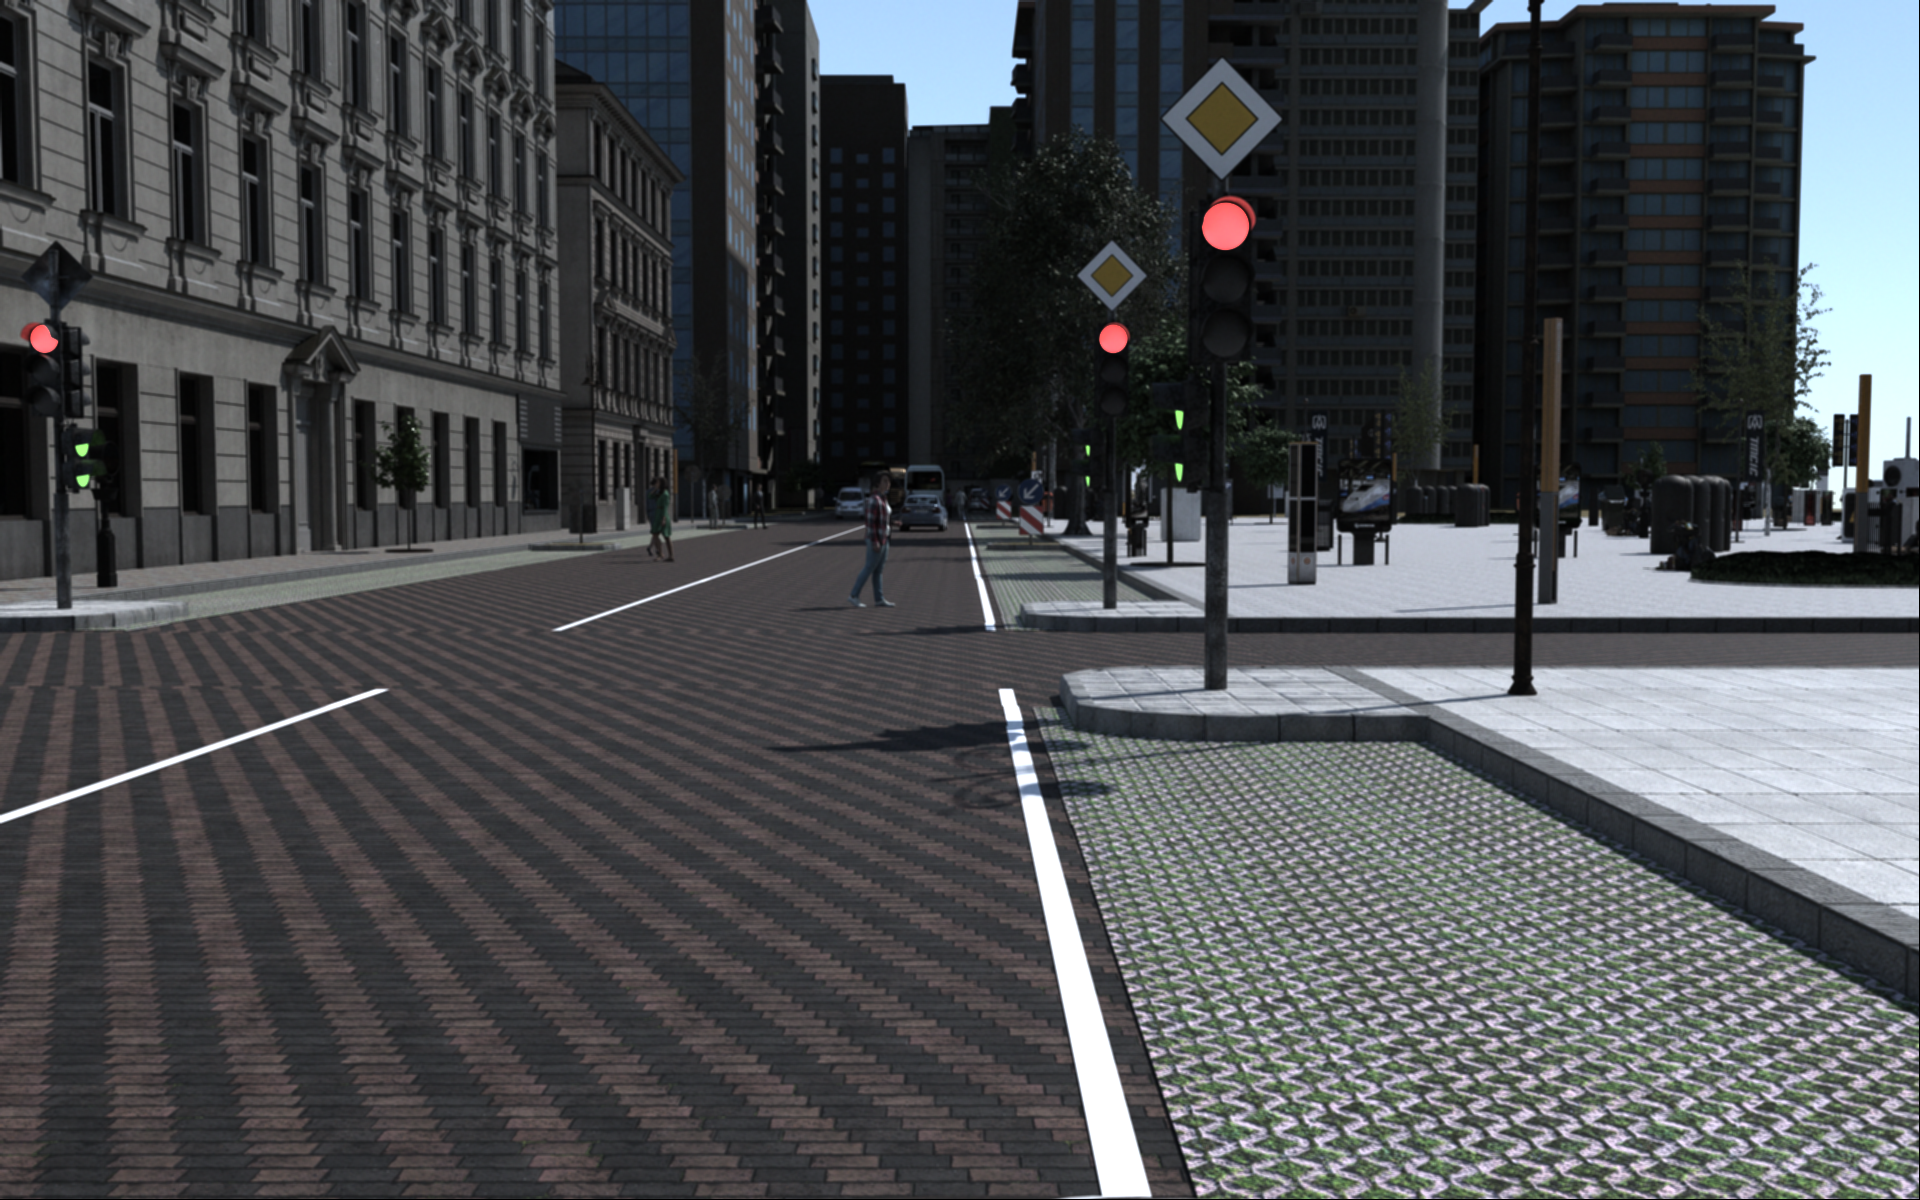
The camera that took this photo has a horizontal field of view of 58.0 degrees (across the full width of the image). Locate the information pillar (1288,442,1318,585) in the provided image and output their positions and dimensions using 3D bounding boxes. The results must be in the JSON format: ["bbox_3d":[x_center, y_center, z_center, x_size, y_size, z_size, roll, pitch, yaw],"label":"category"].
[{"bbox_3d":[4.863,-1.228,24.577,0.304,2.012,0.304,-1,4,-18],"label":"information pillar"}]

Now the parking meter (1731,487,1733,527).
[{"bbox_3d":[24.829,-2.920,56.156,0.372,1.533,0.369,0,3,0],"label":"parking meter"}]

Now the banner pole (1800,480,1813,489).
[{"bbox_3d":[45.060,-6.241,92.051,0.401,3.779,0.863,-3,4,-38],"label":"banner pole"}]

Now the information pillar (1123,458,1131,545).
[{"bbox_3d":[4.425,-3.210,43.843,0.183,3.616,0.504,-2,4,-27],"label":"information pillar"}]

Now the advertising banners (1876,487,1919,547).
[{"bbox_3d":[22.783,-2.761,41.338,0.090,3.025,2.074,-1,4,-20],"label":"advertising banners"}]

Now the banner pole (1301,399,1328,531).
[{"bbox_3d":[9.315,-3.405,45.683,0.863,3.779,0.401,-1,4,-11],"label":"banner pole"}]

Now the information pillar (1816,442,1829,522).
[{"bbox_3d":[38.936,-5.310,78.178,0.504,3.616,0.183,1,4,14],"label":"information pillar"}]

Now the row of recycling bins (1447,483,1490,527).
[{"bbox_3d":[20.188,-3.744,68.325,1.069,1.692,3.534,2,4,26],"label":"row of recycling bins"}]

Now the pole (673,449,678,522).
[{"bbox_3d":[-12.867,-5.165,78.294,0.158,3.312,0.155,0,3,0],"label":"pole"}]

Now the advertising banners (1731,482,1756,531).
[{"bbox_3d":[26.784,-3.881,59.649,0.090,3.025,2.074,-1,4,-14],"label":"advertising banners"}]

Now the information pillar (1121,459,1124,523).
[{"bbox_3d":[7.261,-5.218,76.667,0.183,3.616,0.504,0,4,3],"label":"information pillar"}]

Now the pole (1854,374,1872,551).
[{"bbox_3d":[15.415,-2.186,29.581,0.158,3.312,0.155,0,3,0],"label":"pole"}]

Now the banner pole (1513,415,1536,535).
[{"bbox_3d":[17.765,-3.934,54.332,0.863,3.779,0.401,-2,4,-28],"label":"banner pole"}]

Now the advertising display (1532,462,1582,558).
[{"bbox_3d":[12.049,-1.821,34.984,0.974,1.923,0.123,0,4,-7],"label":"advertising display"}]

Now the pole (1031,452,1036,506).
[{"bbox_3d":[3.545,-5.477,83.385,0.158,3.312,0.155,0,3,0],"label":"pole"}]

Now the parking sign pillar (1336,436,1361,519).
[{"bbox_3d":[18.268,-5.637,80.638,1.447,3.967,1.447,0,4,-2],"label":"parking sign pillar"}]

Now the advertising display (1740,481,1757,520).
[{"bbox_3d":[39.054,-4.935,85.904,0.123,1.923,0.974,-2,4,-31],"label":"advertising display"}]

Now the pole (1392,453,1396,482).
[{"bbox_3d":[21.479,-5.618,85.692,0.158,3.312,0.155,0,3,0],"label":"pole"}]

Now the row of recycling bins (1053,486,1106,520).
[{"bbox_3d":[6.165,-4.887,87.016,3.534,1.692,1.069,3,5,40],"label":"row of recycling bins"}]

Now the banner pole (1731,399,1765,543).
[{"bbox_3d":[20.776,-3.405,45.685,0.401,3.779,0.863,-3,5,-43],"label":"banner pole"}]

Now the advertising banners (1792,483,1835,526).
[{"bbox_3d":[34.719,-4.553,70.632,2.074,3.025,0.090,0,4,-8],"label":"advertising banners"}]

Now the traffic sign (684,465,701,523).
[{"bbox_3d":[-11.768,-4.645,76.058,0.768,2.556,0.104,0,4,7],"label":"traffic sign"}]

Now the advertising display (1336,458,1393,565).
[{"bbox_3d":[7.322,-1.601,31.384,0.974,1.923,0.123,0,4,3],"label":"advertising display"}]

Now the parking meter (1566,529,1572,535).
[{"bbox_3d":[18.896,-2.953,53.991,0.399,1.863,0.255,-2,4,-29],"label":"parking meter"}]

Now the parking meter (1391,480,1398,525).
[{"bbox_3d":[18.129,-4.090,72.587,0.399,1.863,0.255,-3,4,-36],"label":"parking meter"}]

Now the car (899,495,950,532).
[{"bbox_3d":[-1.418,-3.400,67.597,2.014,1.417,4.499,0,4,1],"label":"car"}]

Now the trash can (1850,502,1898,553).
[{"bbox_3d":[16.132,-1.159,30.610,0.748,1.137,0.748,0,3,0],"label":"trash can"}]

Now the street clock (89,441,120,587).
[{"bbox_3d":[-11.758,-1.178,23.823,0.358,2.002,0.471,0,4,2],"label":"street clock"}]

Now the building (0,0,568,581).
[{"bbox_3d":[-21.958,-16.194,41.189,17.030,29.872,44.131,0,3,0],"label":"building"}]

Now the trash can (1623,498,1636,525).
[{"bbox_3d":[23.693,-3.065,61.764,0.748,1.137,0.748,0,3,0],"label":"trash can"}]

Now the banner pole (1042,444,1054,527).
[{"bbox_3d":[3.349,-4.721,67.203,0.401,3.779,0.863,-1,4,-23],"label":"banner pole"}]

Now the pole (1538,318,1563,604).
[{"bbox_3d":[6.880,-1.611,20.183,0.158,3.312,0.155,0,3,0],"label":"pole"}]

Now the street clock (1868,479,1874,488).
[{"bbox_3d":[44.339,-4.893,84.577,0.471,2.002,0.358,3,5,44],"label":"street clock"}]

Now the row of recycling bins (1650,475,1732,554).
[{"bbox_3d":[16.189,-1.901,38.194,1.069,1.692,3.534,3,5,40],"label":"row of recycling bins"}]

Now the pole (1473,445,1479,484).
[{"bbox_3d":[21.282,-4.750,71.513,0.158,3.312,0.155,0,3,0],"label":"pole"}]

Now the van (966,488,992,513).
[{"bbox_3d":[1.414,-7.500,129.637,2.013,2.044,4.112,0,4,-1],"label":"van"}]

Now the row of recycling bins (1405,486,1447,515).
[{"bbox_3d":[23.732,-4.876,86.833,3.534,1.692,1.069,-2,4,-35],"label":"row of recycling bins"}]

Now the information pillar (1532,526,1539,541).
[{"bbox_3d":[15.560,-2.602,47.033,0.304,2.012,0.304,2,4,32],"label":"information pillar"}]

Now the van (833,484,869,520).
[{"bbox_3d":[-6.184,-5.607,98.687,2.013,2.044,4.112,0,4,-1],"label":"van"}]

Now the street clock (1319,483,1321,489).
[{"bbox_3d":[17.886,-5.039,86.963,0.471,2.002,0.358,1,4,19],"label":"street clock"}]

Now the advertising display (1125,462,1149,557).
[{"bbox_3d":[3.625,-1.849,35.441,0.123,1.923,0.974,2,4,28],"label":"advertising display"}]

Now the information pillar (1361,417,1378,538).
[{"bbox_3d":[11.999,-3.634,50.770,0.504,3.616,0.183,2,4,34],"label":"information pillar"}]

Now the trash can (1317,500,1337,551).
[{"bbox_3d":[8.123,-1.678,39.085,0.748,1.137,0.748,0,3,0],"label":"trash can"}]

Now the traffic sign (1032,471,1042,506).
[{"bbox_3d":[3.422,-4.514,75.934,0.606,2.300,0.079,1,4,9],"label":"traffic sign"}]

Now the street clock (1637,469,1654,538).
[{"bbox_3d":[19.889,-2.798,50.310,0.358,2.002,0.471,-1,4,-19],"label":"street clock"}]

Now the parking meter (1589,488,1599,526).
[{"bbox_3d":[25.558,-3.756,69.827,0.372,1.533,0.369,0,3,0],"label":"parking meter"}]
